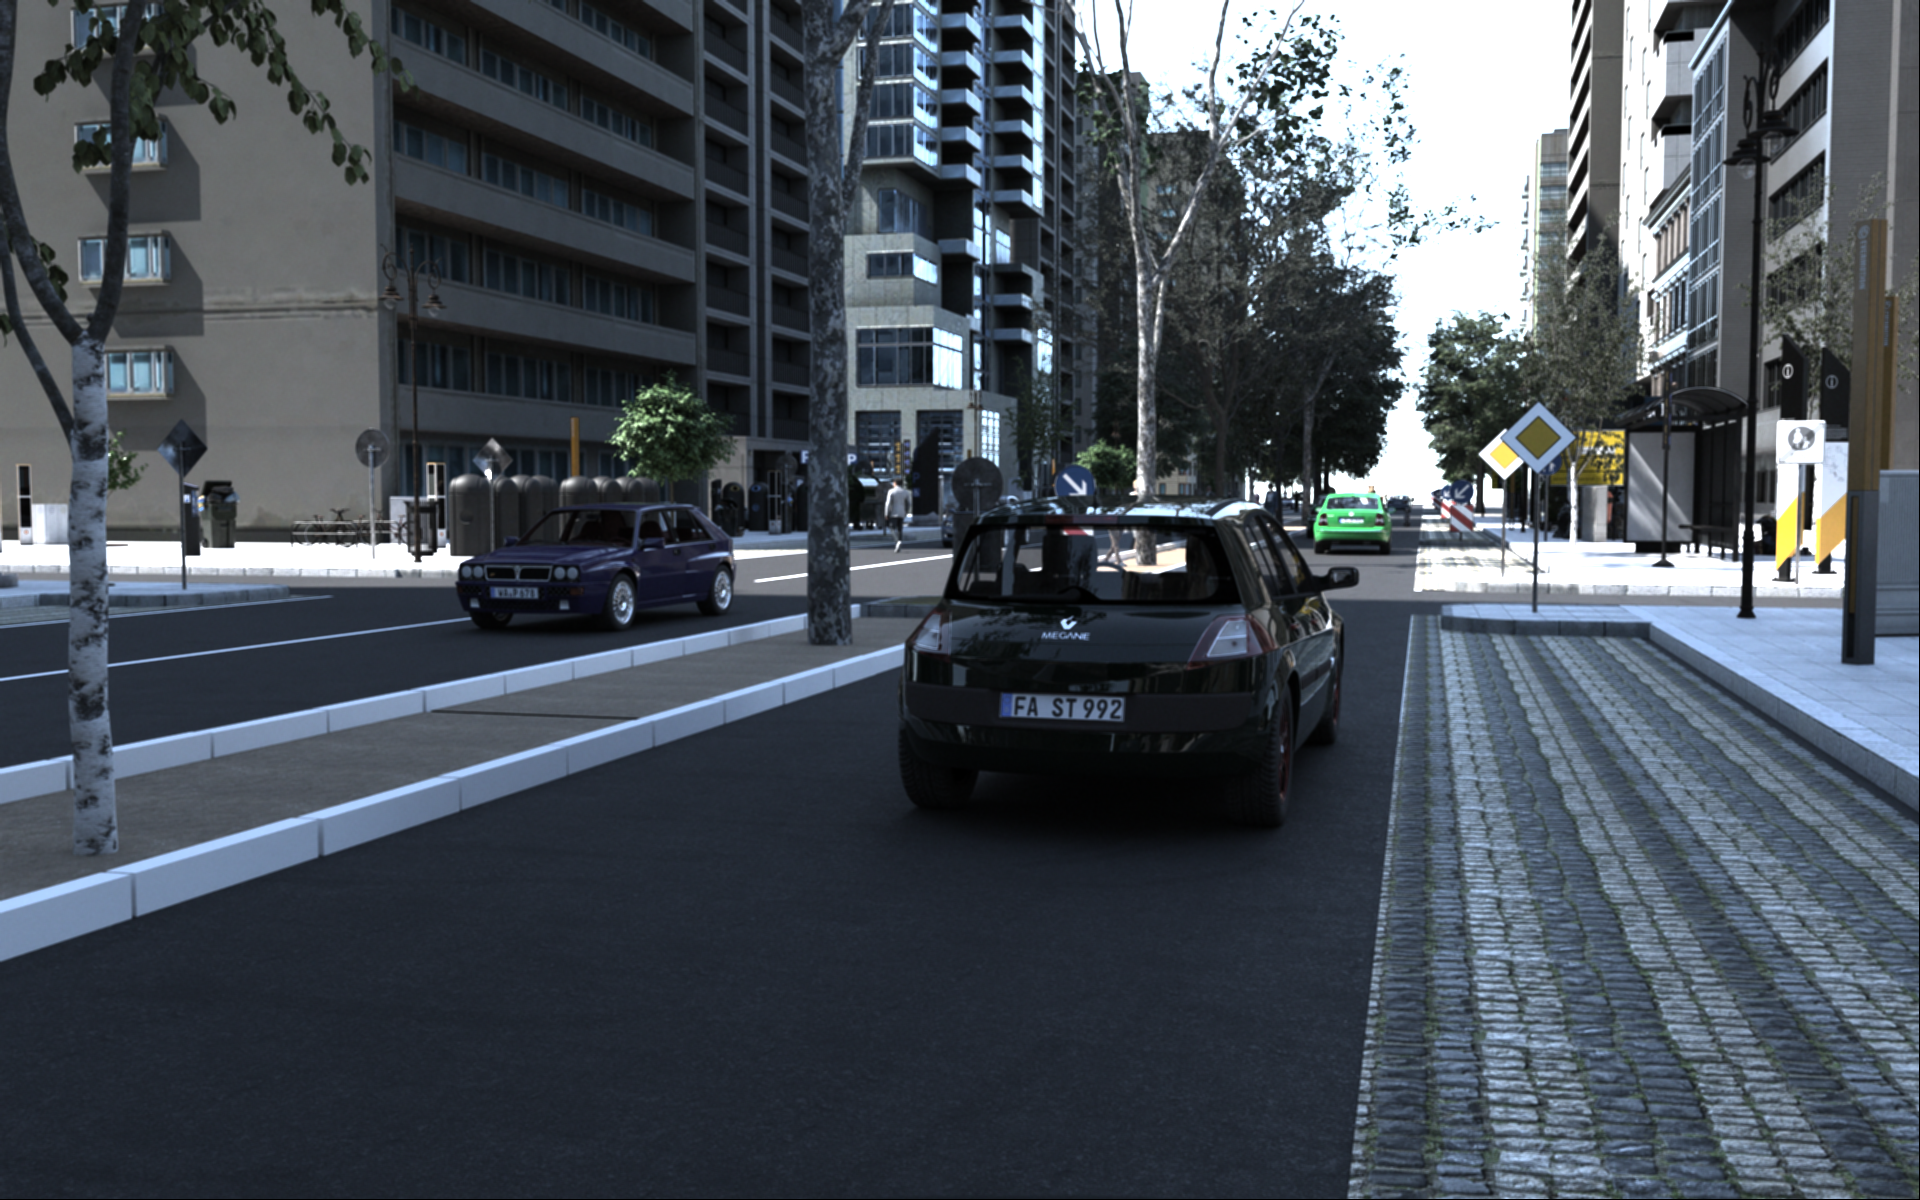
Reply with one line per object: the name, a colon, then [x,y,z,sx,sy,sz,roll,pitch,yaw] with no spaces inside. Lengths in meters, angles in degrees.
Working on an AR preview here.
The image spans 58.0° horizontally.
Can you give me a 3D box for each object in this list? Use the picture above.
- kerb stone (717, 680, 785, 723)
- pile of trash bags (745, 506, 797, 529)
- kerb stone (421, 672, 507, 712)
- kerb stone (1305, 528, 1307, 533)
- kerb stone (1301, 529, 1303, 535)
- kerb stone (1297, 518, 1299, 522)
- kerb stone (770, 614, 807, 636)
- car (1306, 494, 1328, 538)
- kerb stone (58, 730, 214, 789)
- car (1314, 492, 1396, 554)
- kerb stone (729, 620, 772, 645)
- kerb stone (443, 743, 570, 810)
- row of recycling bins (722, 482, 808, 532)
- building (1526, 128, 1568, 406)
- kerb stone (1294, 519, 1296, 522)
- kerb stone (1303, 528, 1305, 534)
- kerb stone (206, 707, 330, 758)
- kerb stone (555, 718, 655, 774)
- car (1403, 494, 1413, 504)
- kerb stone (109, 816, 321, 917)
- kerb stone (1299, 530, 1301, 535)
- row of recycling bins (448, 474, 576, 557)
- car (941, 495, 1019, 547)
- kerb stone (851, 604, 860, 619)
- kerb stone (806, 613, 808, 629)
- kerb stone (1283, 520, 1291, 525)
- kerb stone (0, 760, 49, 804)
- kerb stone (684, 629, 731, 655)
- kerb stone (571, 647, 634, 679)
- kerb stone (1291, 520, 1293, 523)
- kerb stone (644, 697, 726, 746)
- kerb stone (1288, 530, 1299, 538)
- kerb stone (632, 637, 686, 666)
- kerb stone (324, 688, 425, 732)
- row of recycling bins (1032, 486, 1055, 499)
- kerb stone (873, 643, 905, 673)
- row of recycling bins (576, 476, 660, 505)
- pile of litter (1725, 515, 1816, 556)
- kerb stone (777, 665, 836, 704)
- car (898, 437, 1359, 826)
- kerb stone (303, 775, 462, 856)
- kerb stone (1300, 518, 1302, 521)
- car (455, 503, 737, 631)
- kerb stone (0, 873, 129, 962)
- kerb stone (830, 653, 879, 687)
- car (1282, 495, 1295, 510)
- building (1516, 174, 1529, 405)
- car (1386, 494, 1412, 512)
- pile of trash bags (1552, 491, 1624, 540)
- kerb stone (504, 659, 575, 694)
kerb stone: [-1.391,0.666,11.305,0.120,0.150,1.000,1,4,15]
pile of trash bags: [-6.849,-3.333,64.246,1.912,1.369,3.447,3,4,38]
kerb stone: [-3.421,0.634,11.827,0.120,0.150,1.000,1,4,15]
kerb stone: [12.294,-2.452,62.280,0.120,0.150,1.000,1,4,15]
kerb stone: [11.762,-2.329,60.307,0.120,0.150,1.000,1,4,15]
kerb stone: [16.918,-4.001,87.612,0.120,0.150,1.000,1,4,15]
kerb stone: [-1.828,0.271,17.765,0.120,0.150,1.000,1,4,15]
car: [12.629,-2.810,57.734,2.131,1.459,4.920,1,4,17]
kerb stone: [-4.217,0.816,8.848,0.120,0.150,1.000,1,4,15]
car: [9.712,-2.070,42.638,1.959,1.807,4.718,1,4,15]
kerb stone: [-2.088,0.334,16.777,0.120,0.150,1.000,1,4,15]
kerb stone: [-2.187,0.847,8.343,0.120,0.150,1.000,1,4,15]
row of recycling bins: [-6.551,-3.223,59.814,3.534,1.692,1.069,1,4,14]
building: [76.707,-34.319,211.234,14.600,45.320,14.200,1,4,15]
kerb stone: [16.388,-3.879,85.634,0.120,0.150,1.000,1,4,15]
kerb stone: [12.025,-2.391,61.294,0.120,0.150,1.000,1,4,15]
kerb stone: [-3.955,0.760,9.843,0.120,0.150,1.000,1,4,15]
kerb stone: [-1.927,0.787,9.332,0.120,0.150,1.000,1,4,15]
car: [41.098,-9.221,160.983,2.015,1.641,3.980,1,4,14]
kerb stone: [-2.719,0.968,6.363,0.120,0.150,1.000,1,4,15]
kerb stone: [11.500,-2.270,59.316,0.120,0.150,1.000,1,4,15]
row of recycling bins: [-9.637,-1.826,36.971,1.069,1.692,3.534,1,4,18]
car: [0.774,-2.199,47.954,2.014,1.417,4.499,1,4,14]
kerb stone: [-1.300,0.156,19.749,0.120,0.150,1.000,1,4,15]
kerb stone: [-1.550,0.210,18.757,0.120,0.150,1.000,1,4,15]
kerb stone: [15.592,-3.698,82.661,0.120,0.150,1.000,1,4,15]
kerb stone: [-4.487,0.877,7.862,0.120,0.150,1.000,1,4,15]
kerb stone: [-2.361,0.395,15.788,0.120,0.150,1.000,1,4,15]
kerb stone: [-2.896,0.513,13.806,0.120,0.150,1.000,1,4,15]
kerb stone: [15.853,-3.757,83.649,0.120,0.150,1.000,1,4,15]
kerb stone: [-1.658,0.728,10.319,0.120,0.150,1.000,1,4,15]
kerb stone: [11.232,-2.208,58.329,0.120,0.150,1.000,1,4,15]
kerb stone: [-2.626,0.453,14.797,0.120,0.150,1.000,1,4,15]
kerb stone: [-3.692,0.697,10.831,0.120,0.150,1.000,1,4,15]
row of recycling bins: [4.559,-5.126,90.918,1.069,1.692,3.534,-1,4,-13]
kerb stone: [-0.599,0.492,14.271,0.120,0.150,1.000,1,4,15]
row of recycling bins: [-8.118,-2.047,40.579,1.069,1.692,3.534,1,4,21]
pile of litter: [17.146,-1.384,36.598,1.176,0.858,1.719,-3,5,-40]
kerb stone: [-1.121,0.606,12.294,0.120,0.150,1.000,1,4,15]
car: [1.010,0.047,9.021,2.009,1.686,4.222,1,4,17]
kerb stone: [-2.447,0.909,7.353,0.120,0.150,1.000,1,4,15]
kerb stone: [17.447,-4.122,89.597,0.120,0.150,1.000,1,4,15]
car: [-3.981,-0.421,19.468,1.945,1.354,3.894,1,4,17]
kerb stone: [-2.982,1.029,5.375,0.120,0.150,1.000,1,4,15]
kerb stone: [-0.854,0.545,13.281,0.120,0.150,1.000,1,4,15]
car: [30.167,-9.060,160.711,1.945,1.354,3.894,1,4,14]
building: [86.712,-37.460,232.080,23.786,49.044,30.456,1,4,15]
car: [34.540,-7.603,136.316,2.014,1.417,4.499,1,4,17]
pile of trash bags: [18.116,-2.424,49.381,1.912,1.369,3.447,1,4,9]
kerb stone: [-3.159,0.574,12.815,0.120,0.150,1.000,1,4,15]
